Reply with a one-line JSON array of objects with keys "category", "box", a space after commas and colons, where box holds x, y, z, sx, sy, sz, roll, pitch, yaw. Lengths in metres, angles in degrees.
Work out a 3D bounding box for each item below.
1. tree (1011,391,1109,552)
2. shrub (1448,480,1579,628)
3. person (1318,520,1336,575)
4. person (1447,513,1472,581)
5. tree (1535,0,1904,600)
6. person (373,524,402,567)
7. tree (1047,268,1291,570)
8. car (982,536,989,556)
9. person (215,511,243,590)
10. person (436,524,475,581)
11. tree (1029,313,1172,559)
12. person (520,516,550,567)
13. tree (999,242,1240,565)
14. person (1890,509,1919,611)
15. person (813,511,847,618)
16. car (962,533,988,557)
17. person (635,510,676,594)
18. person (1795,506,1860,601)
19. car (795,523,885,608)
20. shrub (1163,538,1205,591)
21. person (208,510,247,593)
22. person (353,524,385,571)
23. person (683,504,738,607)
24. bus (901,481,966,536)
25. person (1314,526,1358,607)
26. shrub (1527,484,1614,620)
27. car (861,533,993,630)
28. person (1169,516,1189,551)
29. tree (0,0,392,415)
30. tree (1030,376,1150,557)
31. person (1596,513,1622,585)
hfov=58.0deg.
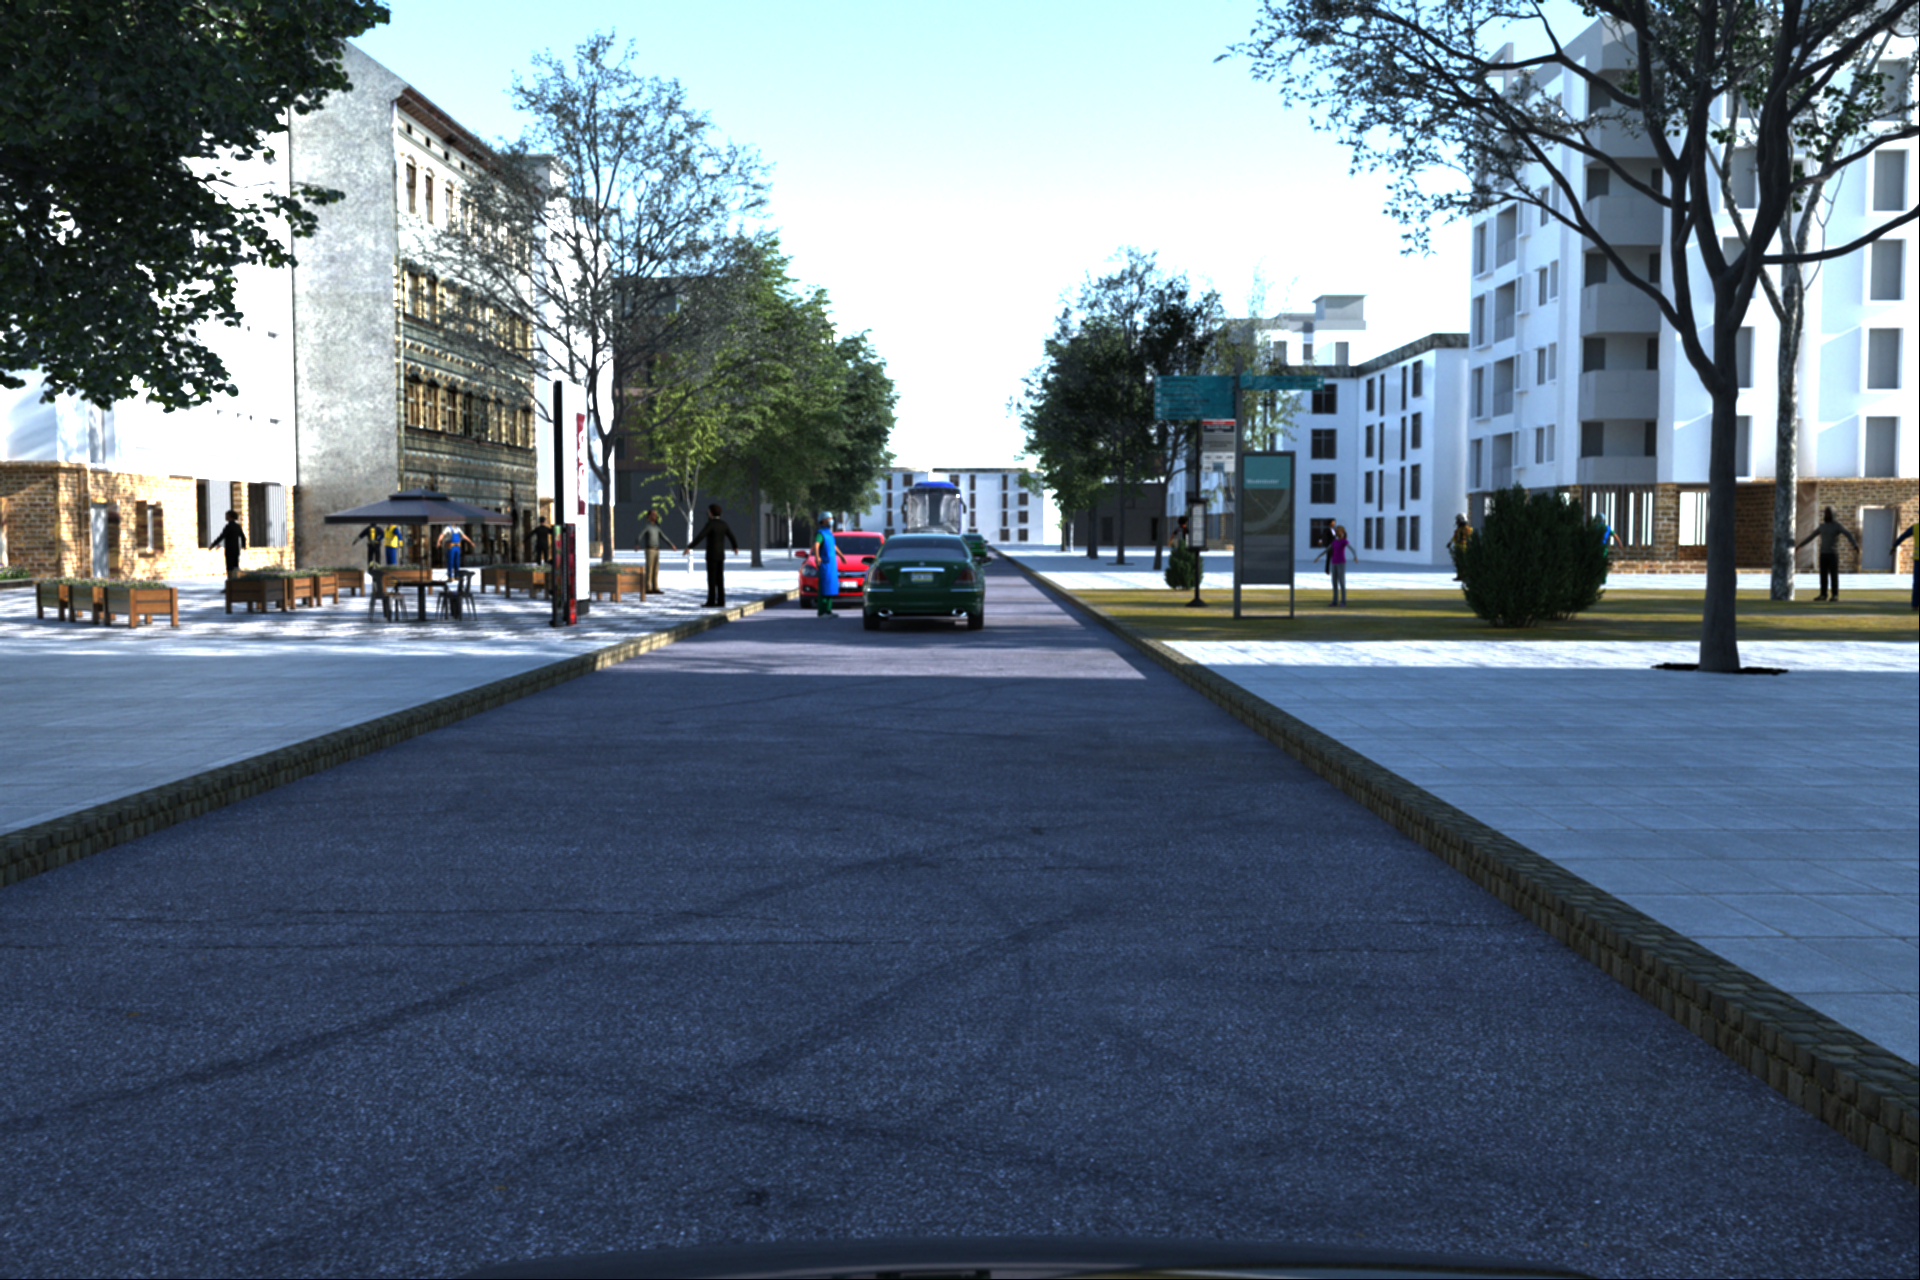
[{"category": "tree", "box": [7.545, -12.167, 124.684, 9.928, 11.665, 9.643, 0, 3, 0]}, {"category": "shrub", "box": [7.621, -1.188, 23.840, 1.690, 2.028, 1.600, 0, 3, 0]}, {"category": "person", "box": [11.784, -2.936, 54.717, 1.216, 1.740, 0.721, -2, 4, -28]}, {"category": "person", "box": [13.634, -2.534, 47.197, 0.705, 1.858, 1.354, 0, 4, -7]}, {"category": "tree", "box": [14.749, -10.888, 33.906, 12.611, 20.169, 13.585, 0, 3, 0]}, {"category": "person", "box": [-16.931, -2.780, 51.415, 1.349, 1.833, 0.705, 3, 4, 37]}, {"category": "tree", "box": [7.183, -7.773, 61.503, 8.767, 10.594, 7.601, -1, 4, -21]}, {"category": "car", "box": [0.920, -6.180, 113.630, 1.945, 1.354, 3.894, 0, 4, 0]}, {"category": "person", "box": [-16.729, -2.057, 39.813, 0.705, 1.806, 1.347, 0, 4, 0]}, {"category": "person", "box": [-13.889, -2.549, 47.535, 0.705, 1.847, 1.347, 2, 4, 31]}, {"category": "tree", "box": [7.119, -10.436, 88.758, 7.486, 12.596, 7.792, 0, 3, 0]}, {"category": "person", "box": [-13.156, -2.975, 54.570, 1.347, 1.837, 0.705, -1, 4, -15]}, {"category": "tree", "box": [6.869, -9.903, 72.289, 12.009, 13.543, 11.850, 0, 3, 0]}, {"category": "person", "box": [16.208, -1.381, 29.038, 0.721, 1.772, 1.216, -3, 4, -38]}, {"category": "person", "box": [-2.261, -1.284, 29.575, 0.704, 1.817, 1.347, 1, 4, 16]}, {"category": "car", "box": [0.516, -5.119, 92.493, 1.959, 1.807, 4.718, 0, 4, 1]}, {"category": "person", "box": [-6.553, -1.878, 36.979, 0.705, 1.796, 1.348, 2, 4, 28]}, {"category": "person", "box": [16.655, -1.656, 33.211, 0.705, 1.813, 1.348, -2, 4, -29]}, {"category": "car", "box": [-2.204, -1.580, 34.879, 2.155, 1.783, 4.494, 0, 4, 0]}, {"category": "shrub", "box": [5.064, -1.715, 39.159, 1.383, 1.207, 1.383, 0, 3, 0]}, {"category": "person", "box": [-15.991, -1.942, 37.972, 0.704, 1.802, 1.346, 1, 4, 9]}, {"category": "person", "box": [-18.781, -3.042, 55.514, 1.354, 1.856, 0.705, 0, 4, -8]}, {"category": "person", "box": [-4.321, -1.481, 30.401, 0.705, 1.806, 1.347, 2, 4, 35]}, {"category": "bus", "box": [-1.191, -5.606, 83.202, 2.896, 3.916, 12.251, 0, 4, 0]}, {"category": "person", "box": [6.637, -1.300, 30.525, 0.599, 1.433, 0.991, -2, 4, -35]}, {"category": "shrub", "box": [8.907, -1.319, 25.993, 1.690, 2.028, 1.600, 0, 3, 0]}, {"category": "car", "box": [-0.534, -0.948, 27.305, 2.131, 1.459, 4.920, 0, 4, 0]}, {"category": "person", "box": [6.771, -2.829, 52.394, 0.704, 1.843, 1.345, -3, 5, -40]}, {"category": "tree", "box": [-8.967, -6.530, 13.426, 9.857, 13.997, 8.962, 0, 3, 0]}, {"category": "tree", "box": [7.540, -10.554, 98.313, 9.928, 11.665, 9.643, 0, 3, 0]}, {"category": "person", "box": [16.178, -2.308, 43.867, 1.347, 1.817, 0.704, -1, 4, -9]}]
